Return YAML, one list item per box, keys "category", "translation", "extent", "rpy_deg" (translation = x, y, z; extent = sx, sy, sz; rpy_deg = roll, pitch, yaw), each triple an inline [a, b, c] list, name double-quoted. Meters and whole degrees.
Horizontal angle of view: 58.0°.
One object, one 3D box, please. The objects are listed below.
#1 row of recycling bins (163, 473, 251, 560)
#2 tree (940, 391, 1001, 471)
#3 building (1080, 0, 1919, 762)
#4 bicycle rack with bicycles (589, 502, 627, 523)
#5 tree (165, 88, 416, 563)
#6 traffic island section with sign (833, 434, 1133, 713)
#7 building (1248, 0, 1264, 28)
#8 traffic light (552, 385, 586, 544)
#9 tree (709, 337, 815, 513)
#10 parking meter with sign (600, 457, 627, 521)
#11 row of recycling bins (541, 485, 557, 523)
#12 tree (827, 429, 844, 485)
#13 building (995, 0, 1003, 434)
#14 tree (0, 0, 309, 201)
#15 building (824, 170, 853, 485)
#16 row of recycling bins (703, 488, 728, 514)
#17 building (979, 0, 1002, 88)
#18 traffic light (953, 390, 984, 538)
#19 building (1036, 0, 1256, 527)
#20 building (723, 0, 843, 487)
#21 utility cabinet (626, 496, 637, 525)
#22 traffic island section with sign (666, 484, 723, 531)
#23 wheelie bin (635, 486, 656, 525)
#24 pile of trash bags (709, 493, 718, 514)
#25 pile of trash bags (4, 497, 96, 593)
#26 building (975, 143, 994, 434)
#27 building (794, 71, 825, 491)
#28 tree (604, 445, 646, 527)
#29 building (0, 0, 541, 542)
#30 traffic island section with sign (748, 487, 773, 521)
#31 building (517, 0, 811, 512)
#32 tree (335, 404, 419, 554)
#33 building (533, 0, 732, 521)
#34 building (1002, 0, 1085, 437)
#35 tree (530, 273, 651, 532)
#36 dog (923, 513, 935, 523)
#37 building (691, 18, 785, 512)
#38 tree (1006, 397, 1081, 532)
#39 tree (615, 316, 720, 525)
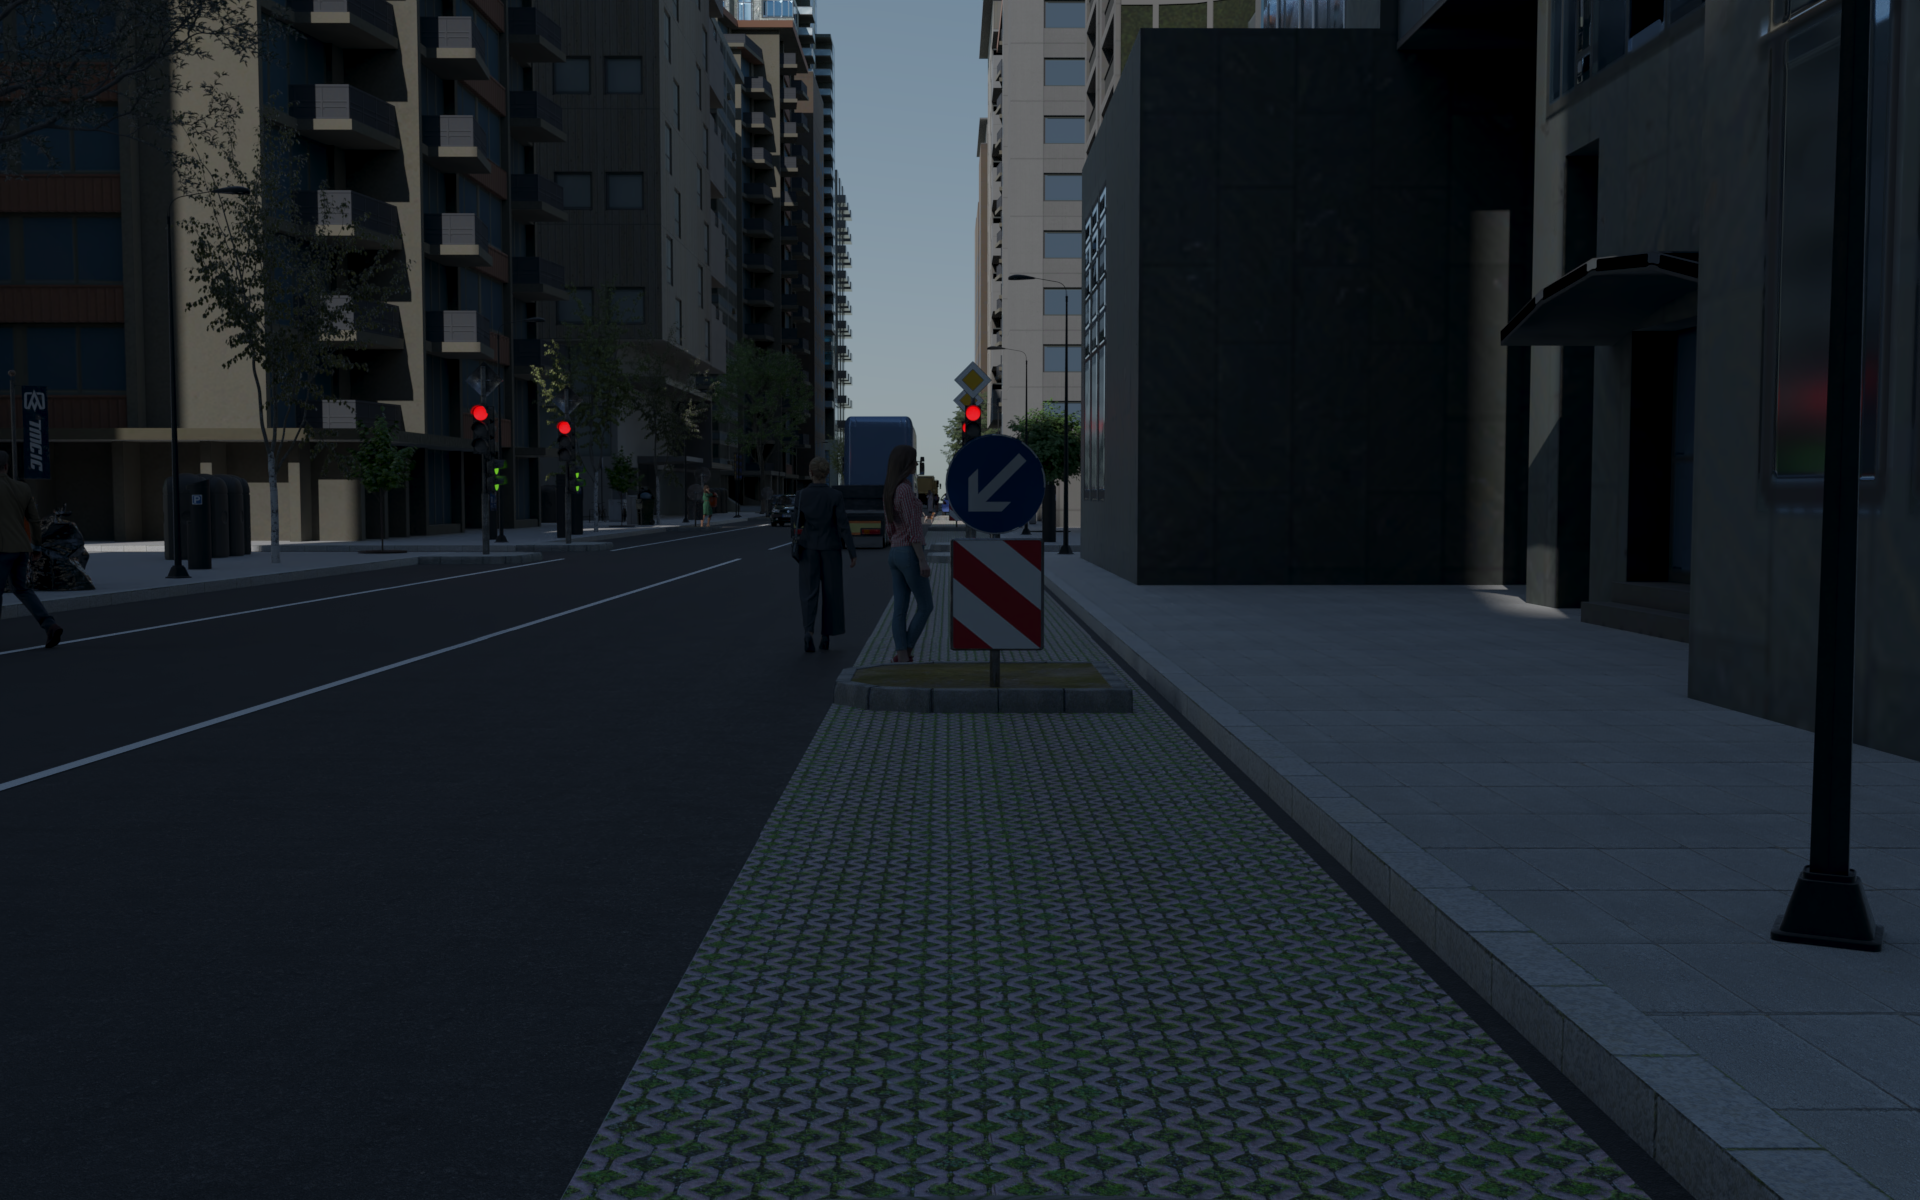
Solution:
- category: "row of recycling bins"
  translation: [-15.283, -1.726, 35.336]
  extent: [1.069, 1.692, 3.534]
  rpy_deg: [0, 4, -6]
- category: "tree"
  translation: [2.460, -18.210, 204.383]
  extent: [9.857, 13.997, 8.962]
  rpy_deg: [0, 3, 0]
- category: "building"
  translation: [13.683, -43.066, 16.807]
  extent: [22.319, 86.520, 31.000]
  rpy_deg: [0, 4, 0]
- category: "bicycle rack with bicycles"
  translation: [-15.532, -3.970, 78.285]
  extent: [2.852, 0.926, 2.925]
  rpy_deg: [0, 4, 0]
- category: "tree"
  translation: [-12.535, -4.984, 31.847]
  extent: [4.360, 8.622, 3.978]
  rpy_deg: [0, 3, 0]
- category: "traffic island section with sign"
  translation: [0.125, -0.218, 12.190]
  extent: [1.989, 1.847, 2.006]
  rpy_deg: [0, 4, 0]
- category: "building"
  translation: [16.943, -24.588, 52.121]
  extent: [14.200, 45.320, 14.600]
  rpy_deg: [0, 4, 0]
- category: "traffic light"
  translation: [-10.109, -3.411, 44.684]
  extent: [0.839, 4.253, 0.868]
  rpy_deg: [0, 4, 0]
- category: "tree"
  translation: [-13.295, -11.616, 115.672]
  extent: [9.928, 11.665, 9.643]
  rpy_deg: [0, 3, 0]
- category: "parking meter with sign"
  translation: [-15.984, -5.204, 81.352]
  extent: [1.738, 3.016, 0.543]
  rpy_deg: [0, 4, -7]
- category: "row of recycling bins"
  translation: [-18.163, -4.354, 78.297]
  extent: [1.069, 1.692, 3.534]
  rpy_deg: [1, 4, 9]
- category: "tree"
  translation: [-13.262, -15.027, 196.052]
  extent: [4.737, 8.622, 4.395]
  rpy_deg: [0, 3, 0]
- category: "building"
  translation: [14.317, -30.468, 152.777]
  extent: [22.147, 44.769, 28.867]
  rpy_deg: [0, 4, 0]
- category: "tree"
  translation: [-12.663, -6.632, 18.806]
  extent: [12.009, 13.543, 11.850]
  rpy_deg: [0, 3, 0]
- category: "building"
  translation: [-27.083, -38.584, 250.464]
  extent: [23.786, 49.044, 30.456]
  rpy_deg: [0, 4, 0]
- category: "row of recycling bins"
  translation: [-16.188, -6.582, 114.734]
  extent: [1.069, 1.692, 3.534]
  rpy_deg: [1, 4, 10]
- category: "building"
  translation: [16.561, -36.174, 180.678]
  extent: [28.713, 52.752, 27.495]
  rpy_deg: [0, 4, 0]
- category: "traffic light"
  translation: [0.202, -3.416, 44.768]
  extent: [0.839, 4.253, 0.868]
  rpy_deg: [0, 4, 0]
- category: "building"
  translation: [13.884, -38.613, 69.574]
  extent: [20.563, 71.187, 20.611]
  rpy_deg: [0, 4, 0]
- category: "building"
  translation: [-25.737, -55.401, 218.478]
  extent: [22.319, 86.520, 31.000]
  rpy_deg: [0, 4, 0]
- category: "utility cabinet"
  translation: [-13.592, -3.782, 73.004]
  extent: [0.306, 1.237, 1.020]
  rpy_deg: [2, 4, 33]
- category: "traffic island section with sign"
  translation: [-10.302, -3.595, 67.411]
  extent: [1.989, 1.847, 2.006]
  rpy_deg: [0, 4, 0]
- category: "wheelie bin"
  translation: [-12.994, -3.889, 71.496]
  extent: [0.693, 1.594, 0.980]
  rpy_deg: [-3, 4, -39]
- category: "pile of trash bags"
  translation: [-17.199, -6.215, 111.363]
  extent: [3.447, 1.369, 1.912]
  rpy_deg: [1, 4, 13]
- category: "pile of trash bags"
  translation: [-13.020, -0.863, 23.859]
  extent: [1.912, 1.369, 3.447]
  rpy_deg: [-2, 4, -28]
- category: "building"
  translation: [9.355, -34.613, 216.027]
  extent: [14.600, 45.320, 14.200]
  rpy_deg: [0, 4, 0]
- category: "building"
  translation: [-21.566, -32.447, 180.623]
  extent: [14.600, 45.320, 14.200]
  rpy_deg: [0, 4, 0]
- category: "tree"
  translation: [-13.142, -4.484, 67.915]
  extent: [1.663, 3.219, 1.824]
  rpy_deg: [0, 3, 0]
- category: "building"
  translation: [-26.048, -24.699, 58.447]
  extent: [22.147, 44.769, 28.867]
  rpy_deg: [0, 4, 0]
- category: "traffic island section with sign"
  translation: [-10.479, -5.244, 94.365]
  extent: [1.989, 1.847, 2.006]
  rpy_deg: [0, 4, 0]
- category: "building"
  translation: [-25.433, -30.835, 158.775]
  extent: [22.147, 44.769, 28.867]
  rpy_deg: [0, 4, 0]
- category: "tree"
  translation: [-12.459, -2.622, 37.467]
  extent: [1.663, 3.219, 1.824]
  rpy_deg: [0, 3, 0]
- category: "building"
  translation: [-27.662, -30.891, 94.306]
  extent: [28.713, 52.752, 27.495]
  rpy_deg: [0, 4, 0]
- category: "building"
  translation: [13.065, -34.432, 104.959]
  extent: [21.231, 58.520, 28.212]
  rpy_deg: [0, 4, 0]
- category: "tree"
  translation: [-12.331, -6.598, 58.239]
  extent: [4.737, 8.622, 4.395]
  rpy_deg: [0, 3, 0]
- category: "dog"
  translation: [-1.552, -4.145, 87.062]
  extent: [0.540, 0.507, 0.406]
  rpy_deg: [-2, 4, -24]
- category: "building"
  translation: [-30.063, -26.924, 132.091]
  extent: [32.217, 40.220, 23.993]
  rpy_deg: [0, 4, 0]
- category: "tree"
  translation: [2.970, -4.578, 58.568]
  extent: [4.285, 4.588, 4.351]
  rpy_deg: [0, 3, 0]
- category: "tree"
  translation: [-12.466, -7.480, 72.659]
  extent: [4.360, 8.622, 3.978]
  rpy_deg: [0, 3, 0]
